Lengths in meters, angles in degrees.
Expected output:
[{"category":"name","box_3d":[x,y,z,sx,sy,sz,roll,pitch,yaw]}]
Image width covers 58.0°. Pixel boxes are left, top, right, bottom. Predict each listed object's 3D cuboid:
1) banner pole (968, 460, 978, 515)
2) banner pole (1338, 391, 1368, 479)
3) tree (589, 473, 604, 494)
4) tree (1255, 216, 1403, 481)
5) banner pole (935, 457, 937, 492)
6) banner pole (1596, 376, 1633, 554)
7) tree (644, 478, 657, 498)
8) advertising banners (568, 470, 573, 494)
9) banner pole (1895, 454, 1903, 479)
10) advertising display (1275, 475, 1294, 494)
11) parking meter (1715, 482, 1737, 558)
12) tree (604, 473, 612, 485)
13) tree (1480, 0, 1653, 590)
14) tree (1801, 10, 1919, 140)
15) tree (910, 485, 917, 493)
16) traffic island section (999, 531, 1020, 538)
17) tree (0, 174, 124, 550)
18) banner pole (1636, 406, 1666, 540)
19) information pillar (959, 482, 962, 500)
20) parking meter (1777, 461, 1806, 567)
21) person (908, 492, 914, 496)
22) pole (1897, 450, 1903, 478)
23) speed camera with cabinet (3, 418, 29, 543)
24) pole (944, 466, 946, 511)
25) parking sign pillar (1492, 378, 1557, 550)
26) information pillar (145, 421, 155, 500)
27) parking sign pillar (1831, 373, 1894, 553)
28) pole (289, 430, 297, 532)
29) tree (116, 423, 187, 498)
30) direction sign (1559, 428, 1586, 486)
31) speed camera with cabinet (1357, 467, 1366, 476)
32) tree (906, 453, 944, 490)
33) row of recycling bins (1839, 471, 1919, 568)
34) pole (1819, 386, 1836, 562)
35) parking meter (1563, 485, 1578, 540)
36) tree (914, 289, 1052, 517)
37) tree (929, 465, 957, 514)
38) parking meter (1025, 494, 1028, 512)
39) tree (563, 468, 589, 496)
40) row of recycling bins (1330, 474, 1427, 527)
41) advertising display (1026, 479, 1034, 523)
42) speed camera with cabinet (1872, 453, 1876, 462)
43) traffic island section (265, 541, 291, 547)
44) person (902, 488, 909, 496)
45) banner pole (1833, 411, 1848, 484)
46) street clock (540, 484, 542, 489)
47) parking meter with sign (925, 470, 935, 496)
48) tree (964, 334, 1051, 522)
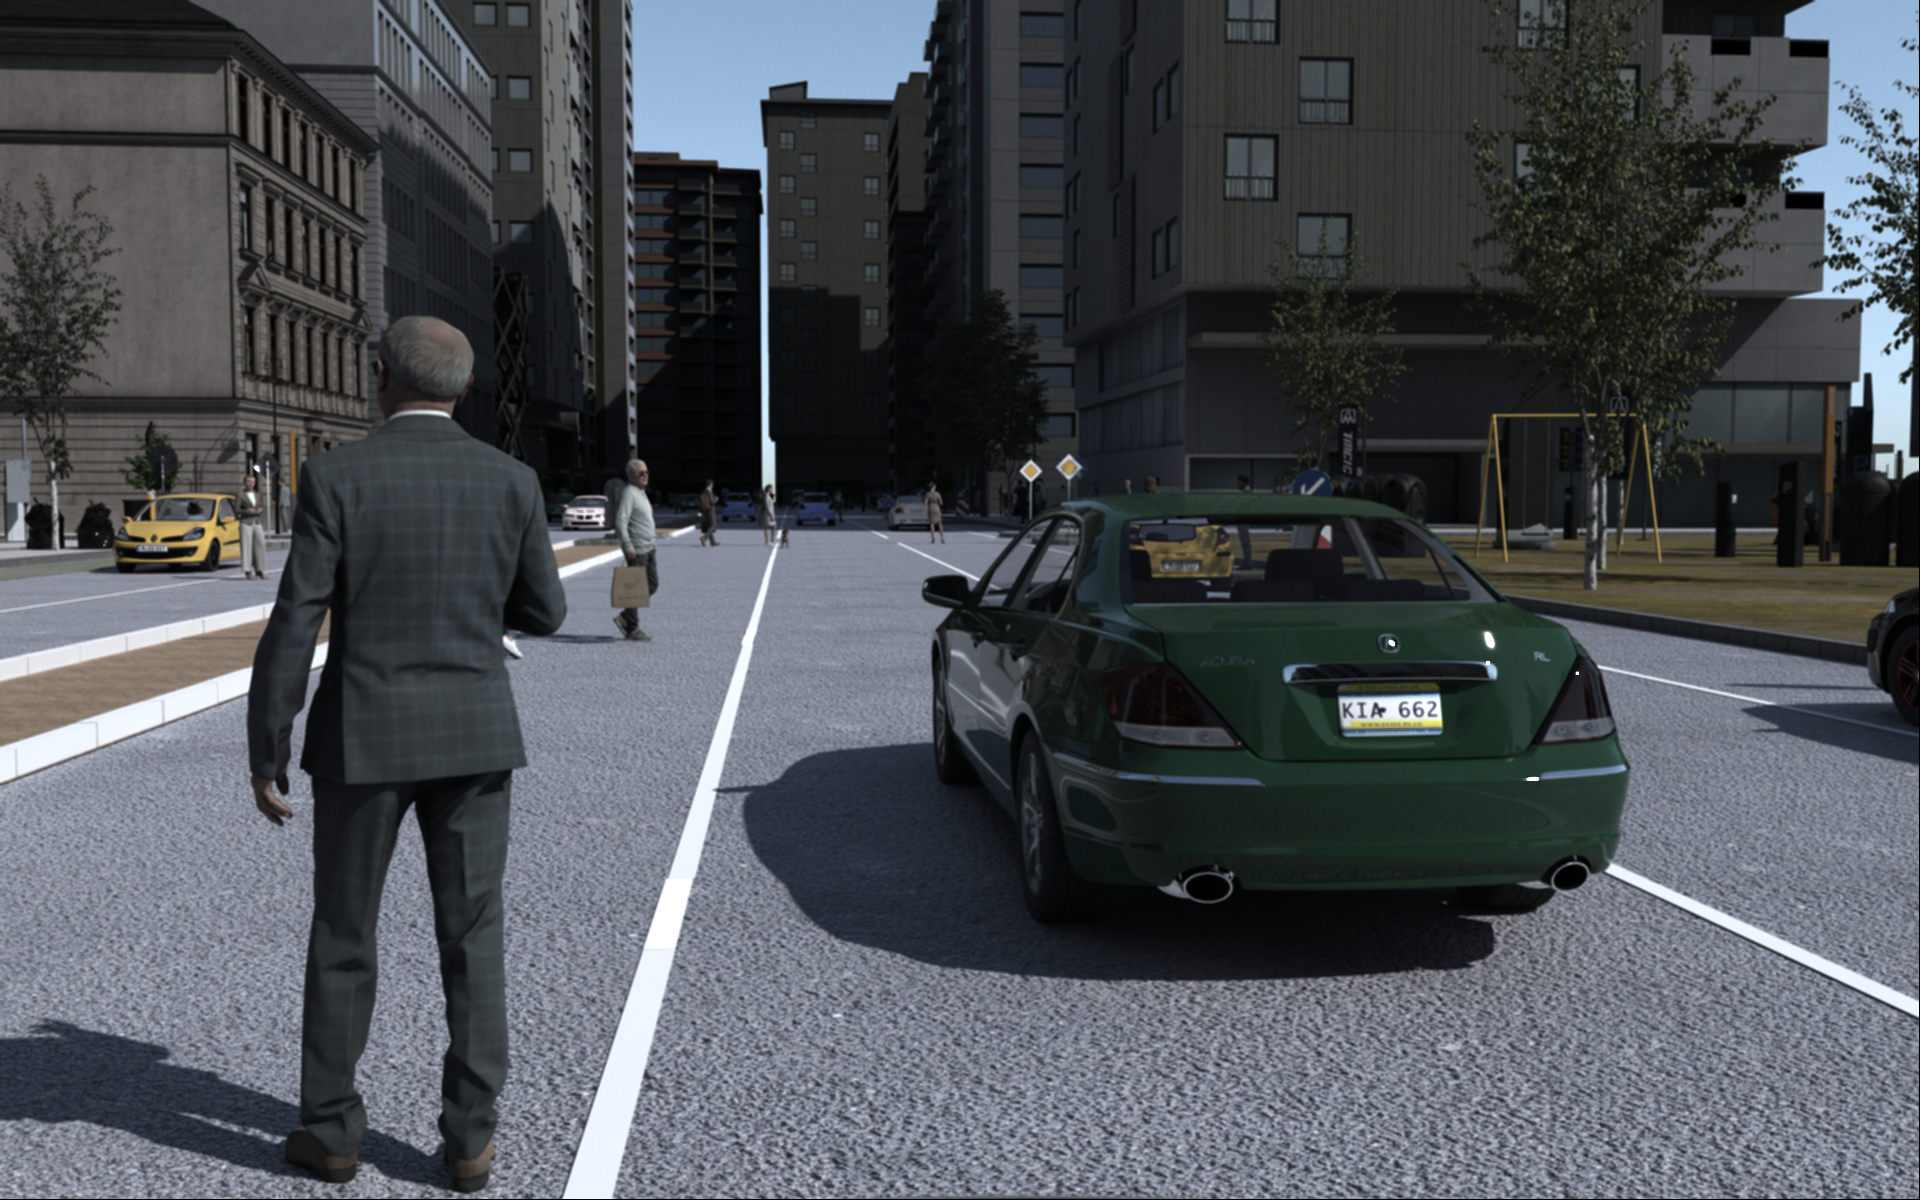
[{"category":"banner pole","box_3d":[0.743,-7.172,107.285,0.863,3.779,0.401,2,4,27]},{"category":"banner pole","box_3d":[9.630,-3.199,42.314,0.863,3.779,0.401,1,4,9]},{"category":"tree","box_3d":[-30.207,-8.911,140.290,1.663,3.219,1.824,0,3,0]},{"category":"tree","box_3d":[9.823,-5.910,46.993,4.737,8.622,4.395,0,3,0]},{"category":"banner pole","box_3d":[-1.582,-7.698,115.886,0.401,3.779,0.863,0,4,-7]},{"category":"banner pole","box_3d":[13.825,-2.863,36.833,0.863,3.779,0.401,1,4,17]},{"category":"tree","box_3d":[-36.074,-12.685,202.001,1.663,3.219,1.824,0,3,0]},{"category":"advertising banners","box_3d":[-28.620,-8.003,127.029,0.090,3.025,2.074,0,4,1]},{"category":"banner pole","box_3d":[58.631,-7.234,108.285,0.401,3.779,0.863,-1,4,-11]},{"category":"advertising display","box_3d":[11.196,-3.296,59.109,0.123,1.923,0.974,-3,5,-44]},{"category":"parking meter","box_3d":[15.536,-1.634,35.125,0.372,1.533,0.369,0,3,0]},{"category":"tree","box_3d":[-31.538,-9.765,154.255,1.663,3.219,1.824,0,3,0]},{"category":"tree","box_3d":[8.484,-4.429,22.771,4.737,8.622,4.395,0,3,0]},{"category":"tree","box_3d":[14.457,-4.513,24.150,4.737,8.622,4.395,0,3,0]},{"category":"tree","box_3d":[-3.184,-8.969,141.244,1.663,3.219,1.824,0,3,0]},{"category":"traffic island section","box_3d":[2.400,-2.173,57.804,2.009,0.180,2.903,0,4,-6]},{"category":"tree","box_3d":[-20.795,-5.428,39.117,4.360,8.622,3.978,0,3,0]},{"category":"banner pole","box_3d":[19.270,-3.558,48.183,0.863,3.779,0.401,-1,4,-17]},{"category":"information pillar","box_3d":[0.071,-6.440,109.784,0.304,2.012,0.304,0,4,0]},{"category":"parking meter","box_3d":[14.593,-1.511,30.420,0.255,1.863,0.399,-2,4,-26]},{"category":"person","box_3d":[-4.276,-8.884,154.526,0.697,1.427,0.421,0,4,1]},{"category":"pole","box_3d":[43.829,-5.321,80.844,0.158,3.312,0.155,0,3,0]},{"category":"speed camera with cabinet","box_3d":[-24.971,-3.150,45.835,0.660,3.252,2.038,-2,4,-30]},{"category":"pole","box_3d":[-1.105,-8.196,127.848,0.158,3.312,0.155,0,3,0]},{"category":"parking sign pillar","box_3d":[13.162,-3.169,40.278,1.447,3.967,1.447,-1,4,-21]},{"category":"information pillar","box_3d":[-25.897,-3.918,55.415,0.183,3.616,0.504,0,4,-6]},{"category":"parking sign pillar","box_3d":[19.794,-3.035,38.101,1.447,3.967,1.447,2,4,25]},{"category":"pole","box_3d":[-21.242,-3.752,55.181,0.158,3.312,0.155,0,3,0]},{"category":"tree","box_3d":[-22.019,-3.239,47.554,1.663,3.219,1.824,0,3,0]},{"category":"direction sign","box_3d":[20.904,-4.109,59.182,0.876,3.537,0.379,3,5,40]},{"category":"speed camera with cabinet","box_3d":[27.506,-7.533,117.493,0.660,3.252,2.038,-2,4,-28]},{"category":"tree","box_3d":[-2.660,-9.370,136.911,4.285,4.588,4.351,0,3,0]},{"category":"row of recycling bins","box_3d":[17.399,-1.420,30.338,3.534,1.692,1.069,2,4,27]},{"category":"pole","box_3d":[16.433,-2.383,32.808,0.158,3.312,0.155,0,3,0]},{"category":"parking meter","box_3d":[17.239,-2.475,48.881,0.372,1.533,0.369,0,3,0]},{"category":"tree","box_3d":[1.318,-10.855,95.610,7.486,12.596,7.792,0,3,0]},{"category":"tree","box_3d":[-1.431,-7.692,120.366,1.663,3.219,1.824,0,3,0]},{"category":"parking meter","box_3d":[3.834,-5.751,102.444,0.372,1.533,0.369,0,3,0]},{"category":"tree","box_3d":[-29.182,-8.275,129.905,1.663,3.219,1.824,0,3,0]},{"category":"row of recycling bins","box_3d":[8.682,-1.795,36.464,1.069,1.692,3.534,-1,4,-16]},{"category":"advertising display","box_3d":[2.853,-3.985,70.362,0.123,1.923,0.974,-1,4,-11]},{"category":"speed camera with cabinet","box_3d":[36.834,-4.526,68.341,0.660,3.252,2.038,-3,5,-44]},{"category":"traffic island section","box_3d":[-19.062,-1.555,47.701,2.009,0.180,2.903,0,4,-6]},{"category":"person","box_3d":[-4.902,-9.308,158.169,1.348,1.831,0.705,-3,4,-37]},{"category":"banner pole","box_3d":[26.422,-3.798,52.120,0.863,3.779,0.401,1,4,19]},{"category":"street clock","box_3d":[-30.051,-7.272,123.464,0.471,2.002,0.358,1,4,13]},{"category":"parking meter with sign","box_3d":[-2.203,-7.964,126.464,0.543,3.016,1.738,-2,4,-32]},{"category":"tree","box_3d":[2.258,-7.873,79.087,4.737,8.622,4.395,0,3,0]}]
